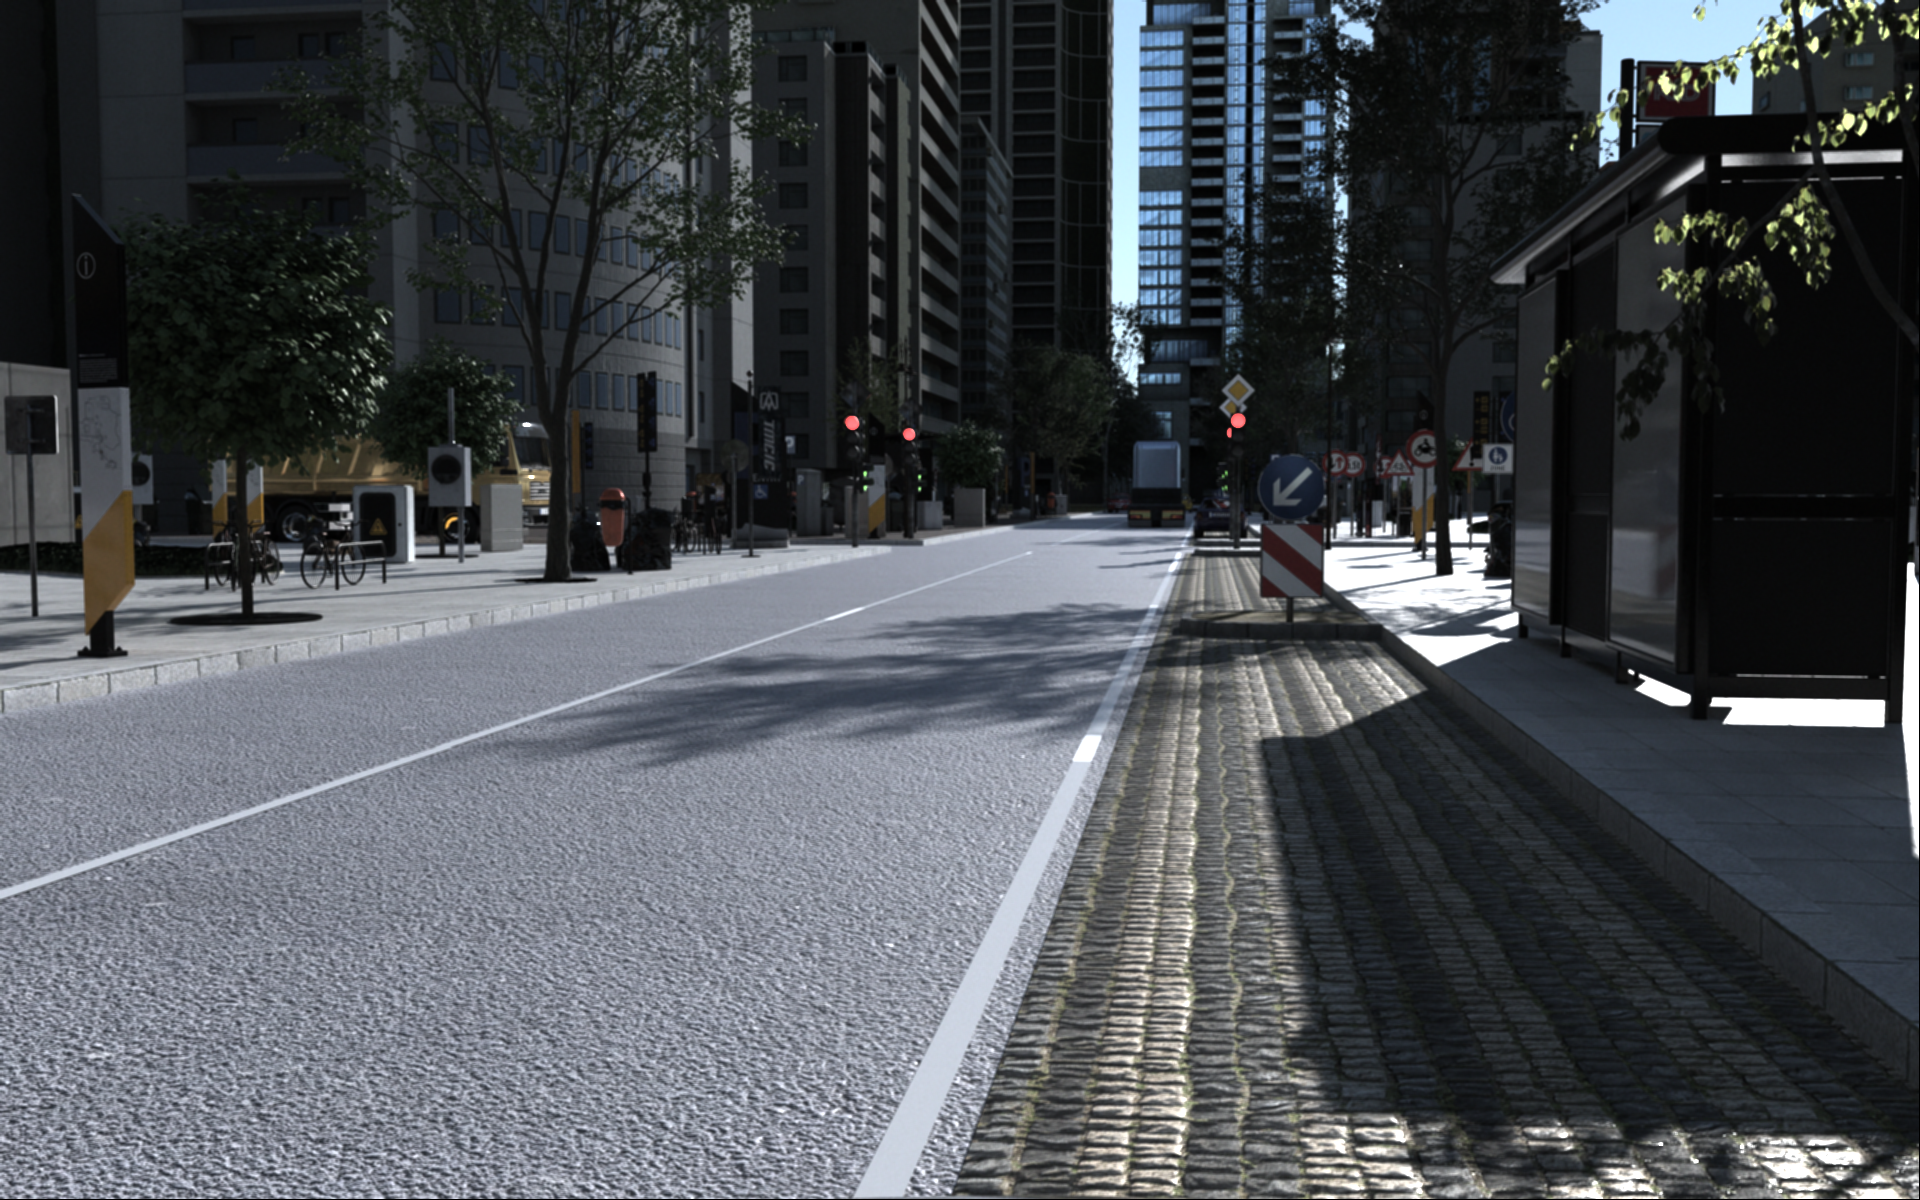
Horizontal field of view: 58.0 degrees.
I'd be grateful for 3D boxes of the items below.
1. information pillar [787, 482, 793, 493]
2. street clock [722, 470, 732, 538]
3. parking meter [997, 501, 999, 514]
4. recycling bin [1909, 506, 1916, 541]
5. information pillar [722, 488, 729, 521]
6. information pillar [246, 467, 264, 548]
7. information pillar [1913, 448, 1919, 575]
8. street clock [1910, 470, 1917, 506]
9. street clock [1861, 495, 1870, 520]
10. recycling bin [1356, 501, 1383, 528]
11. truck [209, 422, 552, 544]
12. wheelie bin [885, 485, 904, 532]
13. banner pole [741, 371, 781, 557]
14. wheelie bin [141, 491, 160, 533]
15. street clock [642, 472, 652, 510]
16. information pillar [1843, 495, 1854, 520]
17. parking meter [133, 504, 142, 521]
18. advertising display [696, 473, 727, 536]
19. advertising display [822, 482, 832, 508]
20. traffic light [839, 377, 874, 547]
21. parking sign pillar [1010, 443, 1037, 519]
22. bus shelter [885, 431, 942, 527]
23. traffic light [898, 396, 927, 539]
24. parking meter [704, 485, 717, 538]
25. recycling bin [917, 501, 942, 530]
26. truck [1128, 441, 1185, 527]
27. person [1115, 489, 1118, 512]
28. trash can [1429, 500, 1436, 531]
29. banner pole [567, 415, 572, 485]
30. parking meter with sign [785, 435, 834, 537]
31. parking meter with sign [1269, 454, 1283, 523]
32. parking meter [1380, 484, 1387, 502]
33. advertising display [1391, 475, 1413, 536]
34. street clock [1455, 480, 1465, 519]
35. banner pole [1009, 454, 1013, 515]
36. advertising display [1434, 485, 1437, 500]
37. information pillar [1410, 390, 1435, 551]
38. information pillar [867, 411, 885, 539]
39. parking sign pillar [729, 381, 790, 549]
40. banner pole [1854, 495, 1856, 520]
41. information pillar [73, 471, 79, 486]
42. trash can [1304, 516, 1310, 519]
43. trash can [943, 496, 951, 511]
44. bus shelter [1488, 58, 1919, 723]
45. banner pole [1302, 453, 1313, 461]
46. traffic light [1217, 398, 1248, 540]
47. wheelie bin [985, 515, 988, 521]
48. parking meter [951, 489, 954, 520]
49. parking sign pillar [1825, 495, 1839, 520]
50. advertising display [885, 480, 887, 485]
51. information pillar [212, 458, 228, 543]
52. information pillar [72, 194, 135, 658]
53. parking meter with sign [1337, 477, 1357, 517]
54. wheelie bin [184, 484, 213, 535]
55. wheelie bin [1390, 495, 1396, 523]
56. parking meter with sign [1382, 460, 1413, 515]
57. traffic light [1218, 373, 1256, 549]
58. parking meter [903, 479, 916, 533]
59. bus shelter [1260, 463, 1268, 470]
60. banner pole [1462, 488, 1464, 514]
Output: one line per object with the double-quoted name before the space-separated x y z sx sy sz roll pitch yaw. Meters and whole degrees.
"information pillar" -10.046 -5.979 102.246 0.304 2.012 0.304 -3 4 -36
"street clock" -6.693 -2.813 50.558 0.471 2.002 0.358 -3 5 -41
"parking meter" 2.285 -6.272 110.961 0.372 1.533 0.369 0 3 0
"recycling bin" 19.977 -1.418 35.745 0.722 1.027 0.722 -2 4 -30
"information pillar" -9.462 -4.009 70.035 0.304 2.012 0.304 -2 4 -24
"information pillar" -16.539 -3.001 40.428 0.504 3.616 0.183 0 4 6
"information pillar" 15.300 -1.395 27.303 0.304 2.012 0.304 -1 4 -15
"street clock" 29.135 -2.949 52.794 0.358 2.002 0.471 0 4 4
"street clock" 29.197 -3.137 55.864 0.358 2.002 0.471 0 4 0
"recycling bin" 15.774 -3.312 66.713 0.722 1.027 0.722 -2 4 -32
"truck" -15.141 -3.114 46.835 9.791 3.379 3.469 1 4 8
"wheelie bin" -2.309 -3.105 58.679 0.693 1.594 0.980 -3 5 -44
"banner pole" -4.032 -2.766 35.236 0.863 3.779 0.401 0 4 -1
"wheelie bin" -27.138 -3.055 57.861 0.693 1.594 0.980 -1 4 -19
"street clock" -10.336 -3.218 57.188 0.358 2.002 0.471 0 4 -3
"information pillar" 35.673 -3.980 69.564 0.304 2.012 0.304 0 4 6
"parking meter" -18.911 -1.907 39.596 0.372 1.533 0.369 0 3 0
"advertising display" -7.700 -2.960 53.607 0.974 1.923 0.123 1 4 14
"advertising display" -7.279 -5.471 94.657 0.123 1.923 0.974 -2 4 -33
"traffic light" -2.513 -3.227 41.688 0.839 4.253 0.868 0 4 8
"parking sign pillar" 3.341 -6.297 91.429 1.447 3.967 1.447 3 4 36
"bus shelter" -2.029 -4.636 67.088 1.731 3.624 6.357 0 4 8
"traffic light" -1.385 -3.711 49.593 0.839 4.253 0.868 0 4 8
"parking meter" -7.348 -2.607 51.039 0.372 1.533 0.369 0 3 0
"recycling bin" -1.086 -3.030 62.103 0.722 1.027 0.722 -2 4 -23
"truck" 9.378 -5.678 82.601 2.967 4.110 18.799 0 4 6
"person" 12.259 -7.778 135.654 0.705 1.826 1.348 1 4 11
"trash can" 16.300 -2.929 59.541 0.748 1.137 0.748 0 3 0
"banner pole" -12.256 -3.919 54.086 0.863 3.779 0.401 2 4 27
"parking meter with sign" -4.550 -3.426 52.280 0.543 3.016 1.738 3 4 38
"parking meter with sign" 13.716 -4.809 74.893 0.543 3.016 1.738 0 4 5
"parking meter" 24.168 -5.697 98.856 0.399 1.863 0.255 -2 4 -32
"advertising display" 13.605 -2.915 52.873 0.123 1.923 0.974 -3 5 -44
"street clock" 25.567 -5.142 88.636 0.471 2.002 0.358 1 4 10
"banner pole" 3.237 -7.256 108.660 0.401 3.779 0.863 -2 4 -24
"advertising display" 30.498 -6.419 110.161 0.123 1.923 0.974 -3 5 -41
"information pillar" 10.455 -2.913 38.990 0.504 3.616 0.183 -2 4 -26
"information pillar" -2.380 -3.538 49.193 0.504 3.616 0.183 -1 4 -21
"parking sign pillar" -4.790 -3.231 41.303 1.447 3.967 1.447 -1 4 -14
"banner pole" 24.721 -3.548 48.031 0.863 3.779 0.401 -2 4 -25
"information pillar" -28.512 -3.133 55.711 0.304 2.012 0.304 -1 4 -15
"trash can" 17.770 -4.750 89.321 0.748 1.137 0.748 0 3 0
"trash can" -0.830 -6.778 122.477 0.748 1.137 0.748 0 3 0
"bus shelter" 5.571 -2.212 13.798 2.179 5.291 8.768 1 4 8
"banner pole" 21.216 -7.103 106.145 0.863 3.779 0.401 0 4 -8
"traffic light" 7.588 -3.634 48.334 0.839 4.253 0.868 0 4 8
"wheelie bin" 0.931 -4.632 83.637 0.693 1.594 0.980 1 4 23
"parking meter" -0.276 -4.749 86.049 0.372 1.533 0.369 0 3 0
"parking sign pillar" 32.568 -4.717 65.601 1.447 3.967 1.447 3 5 44
"advertising display" -2.672 -3.441 61.479 0.123 1.923 0.974 0 4 -5
"information pillar" -17.940 -3.092 41.906 0.504 3.616 0.183 2 4 32
"information pillar" -6.711 -1.358 13.564 0.504 3.616 0.183 2 4 24
"parking meter with sign" 21.250 -6.085 95.752 0.543 3.016 1.738 -3 5 -39
"wheelie bin" -23.966 -2.851 54.527 0.693 1.594 0.980 1 4 15
"wheelie bin" 19.293 -4.155 75.838 0.980 1.594 0.693 2 4 31
"parking meter with sign" 22.214 -5.625 88.222 1.738 3.016 0.543 -2 4 -29
"traffic light" 6.460 -3.150 40.429 0.839 4.253 0.868 0 4 8
"parking meter" -1.664 -3.145 57.140 0.399 1.863 0.255 -2 4 -27
"bus shelter" 18.868 -6.648 102.625 2.014 3.302 5.546 1 4 8
"banner pole" 32.202 -7.372 110.553 0.401 3.779 0.863 2 4 31
